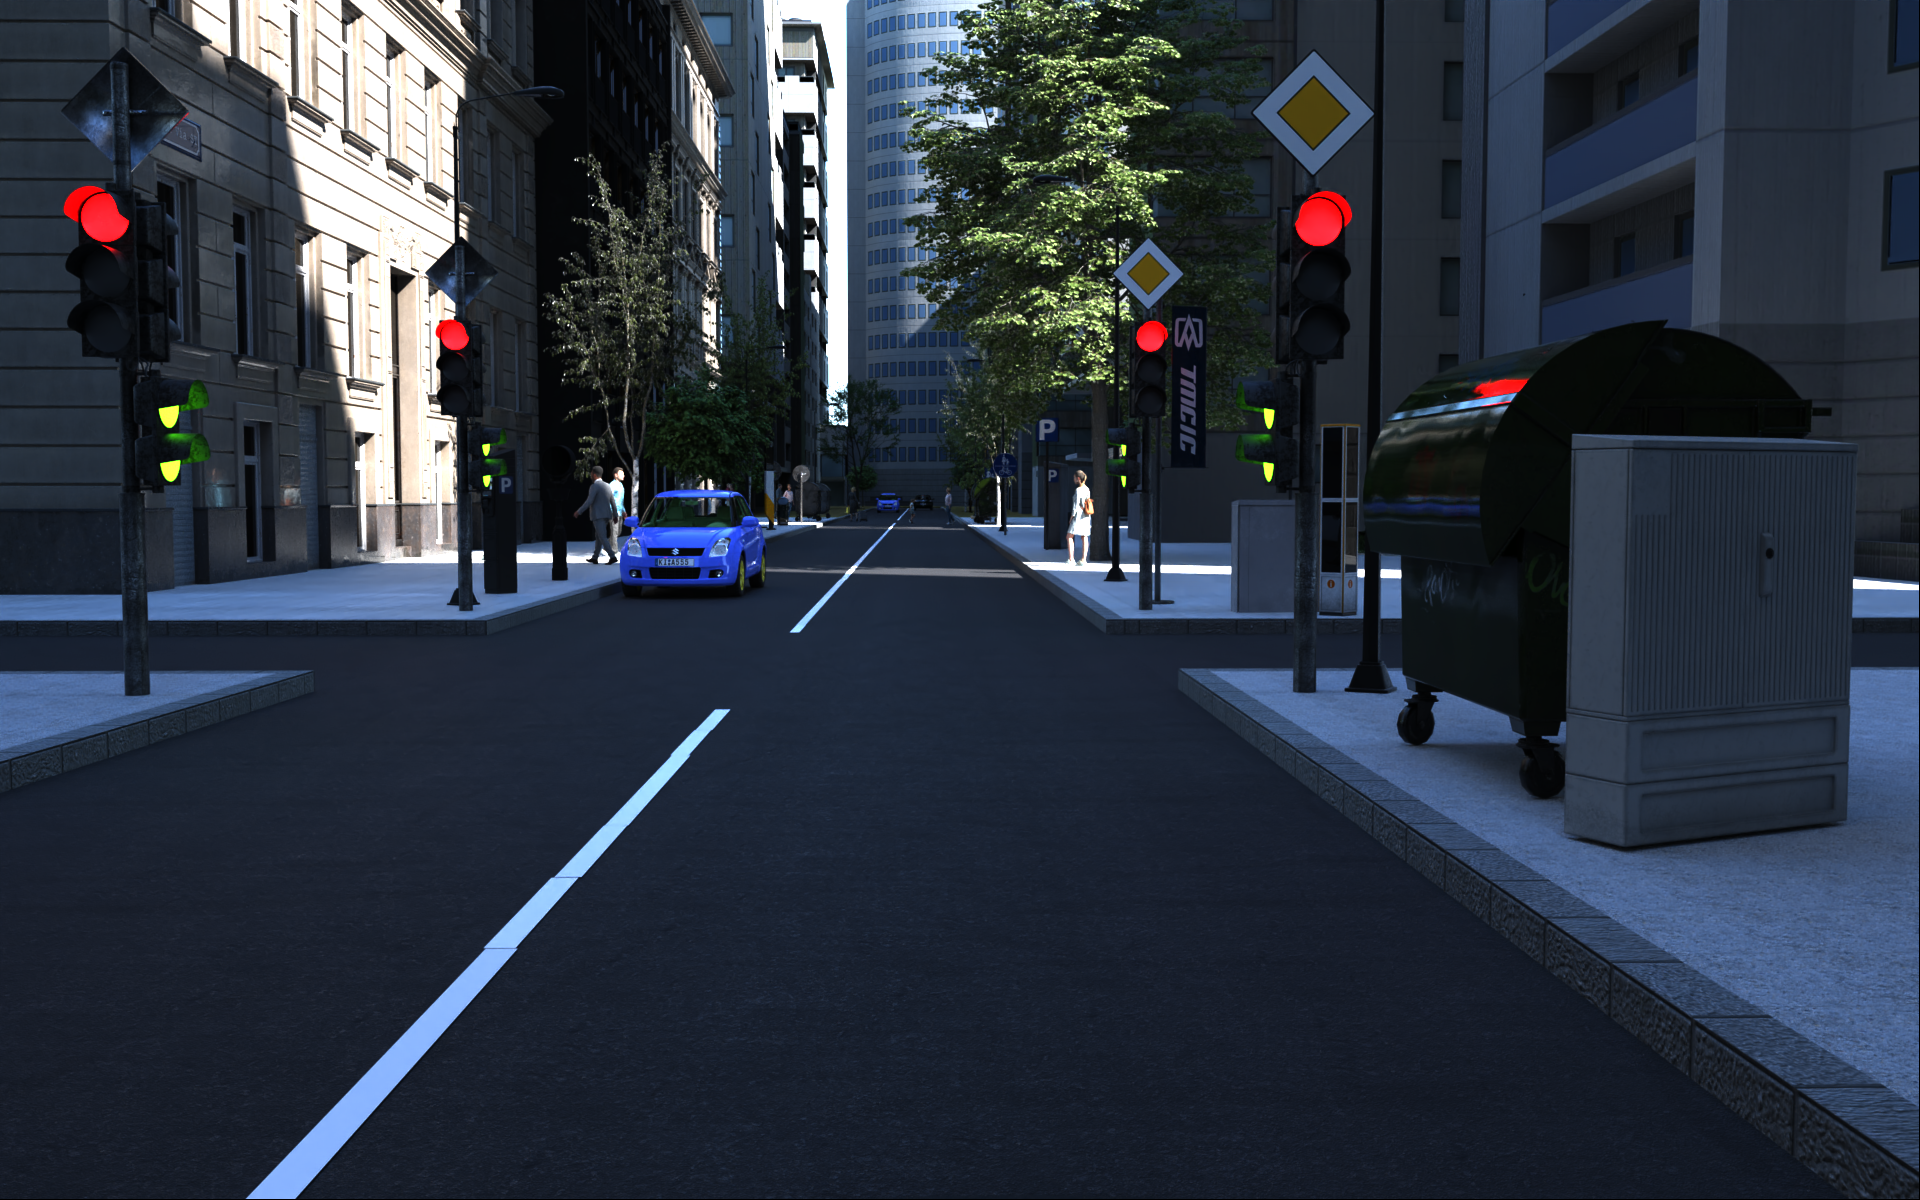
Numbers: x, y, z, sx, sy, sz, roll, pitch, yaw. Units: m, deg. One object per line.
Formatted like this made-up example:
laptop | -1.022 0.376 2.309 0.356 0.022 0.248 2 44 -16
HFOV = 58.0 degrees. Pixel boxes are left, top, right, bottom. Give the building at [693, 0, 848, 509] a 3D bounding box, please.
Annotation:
building | -26.184 -36.992 194.061 27.495 52.752 28.713 0 4 -1

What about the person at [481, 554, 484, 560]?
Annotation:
person | -8.972 -1.616 33.472 0.512 1.701 0.522 -2 4 -26

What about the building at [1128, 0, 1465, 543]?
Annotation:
building | 11.884 -22.488 51.280 14.154 41.232 14.086 0 4 -1

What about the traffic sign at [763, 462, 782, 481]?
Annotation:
traffic sign | -7.268 -4.085 66.899 0.768 2.556 0.104 0 3 0

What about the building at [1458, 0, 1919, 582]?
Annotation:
building | 25.856 -29.879 30.517 28.212 58.520 21.231 0 4 -1

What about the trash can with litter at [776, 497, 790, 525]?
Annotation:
trash can with litter | -7.209 -3.652 71.092 0.624 1.170 1.055 -1 4 -14

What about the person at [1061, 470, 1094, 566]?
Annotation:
person | 2.133 -1.451 30.768 0.522 1.701 0.512 2 4 29

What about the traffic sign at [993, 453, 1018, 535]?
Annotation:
traffic sign | 1.411 -3.286 53.831 0.768 2.556 0.104 0 4 4

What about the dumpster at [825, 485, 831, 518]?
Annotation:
dumpster | -7.514 -5.275 92.011 1.264 1.857 1.865 0 4 -1

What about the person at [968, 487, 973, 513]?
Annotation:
person | 0.832 -6.897 119.328 0.721 1.766 1.217 0 4 -1

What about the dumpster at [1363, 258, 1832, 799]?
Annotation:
dumpster | 2.850 -0.338 8.024 1.502 2.255 1.985 0 4 -1

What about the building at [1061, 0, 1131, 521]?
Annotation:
building | 19.111 -30.006 79.830 28.713 52.752 27.495 0 4 -1

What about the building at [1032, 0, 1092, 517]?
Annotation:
building | 11.258 -20.326 104.028 14.160 30.474 14.107 0 4 -1

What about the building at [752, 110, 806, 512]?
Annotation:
building | -18.991 -21.817 128.414 14.160 30.474 14.107 0 4 -1

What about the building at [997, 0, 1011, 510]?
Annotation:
building | 10.357 -30.324 145.911 14.600 45.320 14.200 0 4 -1

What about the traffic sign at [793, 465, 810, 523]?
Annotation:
traffic sign | -6.954 -4.638 75.945 0.768 2.556 0.104 0 3 0

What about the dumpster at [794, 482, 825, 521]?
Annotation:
dumpster | -7.213 -4.676 82.216 1.264 1.857 1.865 0 4 -1

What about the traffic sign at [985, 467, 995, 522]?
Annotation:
traffic sign | 1.415 -4.924 80.611 0.768 2.556 0.104 0 4 0

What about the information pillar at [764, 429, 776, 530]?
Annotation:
information pillar | -6.815 -4.316 61.925 0.183 3.616 0.504 2 4 29

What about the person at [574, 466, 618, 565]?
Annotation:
person | -6.550 -1.542 31.525 0.850 1.792 0.678 2 4 27

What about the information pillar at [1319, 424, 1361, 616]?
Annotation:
information pillar | 4.005 -0.844 18.290 0.304 2.012 0.304 3 5 43

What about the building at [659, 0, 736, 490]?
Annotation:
building | -15.826 -14.854 71.741 11.050 23.489 19.941 0 4 -1

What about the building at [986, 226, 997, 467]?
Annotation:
building | 9.357 -23.778 160.473 14.160 30.474 14.107 0 4 -1

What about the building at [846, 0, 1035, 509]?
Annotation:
building | 1.738 -39.700 191.096 28.212 58.520 21.231 0 4 -1

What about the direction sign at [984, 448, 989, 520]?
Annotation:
direction sign | 1.303 -5.647 84.326 0.379 3.537 0.876 -1 4 -14

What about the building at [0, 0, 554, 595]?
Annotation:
building | -16.506 -14.431 33.212 12.463 27.353 25.104 0 4 -1

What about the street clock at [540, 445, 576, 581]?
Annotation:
street clock | -5.956 -1.294 25.725 0.471 2.002 0.358 0 4 5

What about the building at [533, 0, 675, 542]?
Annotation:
building | -16.258 -13.712 53.876 12.332 23.373 15.834 0 4 -1

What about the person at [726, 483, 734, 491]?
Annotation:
person | -11.751 -5.043 88.476 0.580 1.828 0.573 3 4 37

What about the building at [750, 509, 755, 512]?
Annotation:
building | -25.199 -31.644 106.620 28.713 52.752 27.495 0 4 -1

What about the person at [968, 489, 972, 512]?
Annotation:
person | 0.801 -6.958 120.602 0.721 1.735 1.217 -1 4 -9

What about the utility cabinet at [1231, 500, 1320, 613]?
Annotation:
utility cabinet | 3.485 -0.472 18.883 1.020 1.237 0.306 0 4 -7

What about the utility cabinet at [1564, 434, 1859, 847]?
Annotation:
utility cabinet | 2.843 0.132 6.519 1.173 1.500 0.318 -2 4 -26

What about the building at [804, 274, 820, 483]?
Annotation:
building | -27.681 -18.860 153.400 28.899 21.520 27.650 0 4 -1

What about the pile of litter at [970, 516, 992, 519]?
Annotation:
pile of litter | 1.081 -4.553 88.413 1.176 0.858 1.719 1 4 9

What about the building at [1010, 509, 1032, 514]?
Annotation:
building | 14.159 -35.619 124.365 21.231 58.520 28.212 0 4 -1
